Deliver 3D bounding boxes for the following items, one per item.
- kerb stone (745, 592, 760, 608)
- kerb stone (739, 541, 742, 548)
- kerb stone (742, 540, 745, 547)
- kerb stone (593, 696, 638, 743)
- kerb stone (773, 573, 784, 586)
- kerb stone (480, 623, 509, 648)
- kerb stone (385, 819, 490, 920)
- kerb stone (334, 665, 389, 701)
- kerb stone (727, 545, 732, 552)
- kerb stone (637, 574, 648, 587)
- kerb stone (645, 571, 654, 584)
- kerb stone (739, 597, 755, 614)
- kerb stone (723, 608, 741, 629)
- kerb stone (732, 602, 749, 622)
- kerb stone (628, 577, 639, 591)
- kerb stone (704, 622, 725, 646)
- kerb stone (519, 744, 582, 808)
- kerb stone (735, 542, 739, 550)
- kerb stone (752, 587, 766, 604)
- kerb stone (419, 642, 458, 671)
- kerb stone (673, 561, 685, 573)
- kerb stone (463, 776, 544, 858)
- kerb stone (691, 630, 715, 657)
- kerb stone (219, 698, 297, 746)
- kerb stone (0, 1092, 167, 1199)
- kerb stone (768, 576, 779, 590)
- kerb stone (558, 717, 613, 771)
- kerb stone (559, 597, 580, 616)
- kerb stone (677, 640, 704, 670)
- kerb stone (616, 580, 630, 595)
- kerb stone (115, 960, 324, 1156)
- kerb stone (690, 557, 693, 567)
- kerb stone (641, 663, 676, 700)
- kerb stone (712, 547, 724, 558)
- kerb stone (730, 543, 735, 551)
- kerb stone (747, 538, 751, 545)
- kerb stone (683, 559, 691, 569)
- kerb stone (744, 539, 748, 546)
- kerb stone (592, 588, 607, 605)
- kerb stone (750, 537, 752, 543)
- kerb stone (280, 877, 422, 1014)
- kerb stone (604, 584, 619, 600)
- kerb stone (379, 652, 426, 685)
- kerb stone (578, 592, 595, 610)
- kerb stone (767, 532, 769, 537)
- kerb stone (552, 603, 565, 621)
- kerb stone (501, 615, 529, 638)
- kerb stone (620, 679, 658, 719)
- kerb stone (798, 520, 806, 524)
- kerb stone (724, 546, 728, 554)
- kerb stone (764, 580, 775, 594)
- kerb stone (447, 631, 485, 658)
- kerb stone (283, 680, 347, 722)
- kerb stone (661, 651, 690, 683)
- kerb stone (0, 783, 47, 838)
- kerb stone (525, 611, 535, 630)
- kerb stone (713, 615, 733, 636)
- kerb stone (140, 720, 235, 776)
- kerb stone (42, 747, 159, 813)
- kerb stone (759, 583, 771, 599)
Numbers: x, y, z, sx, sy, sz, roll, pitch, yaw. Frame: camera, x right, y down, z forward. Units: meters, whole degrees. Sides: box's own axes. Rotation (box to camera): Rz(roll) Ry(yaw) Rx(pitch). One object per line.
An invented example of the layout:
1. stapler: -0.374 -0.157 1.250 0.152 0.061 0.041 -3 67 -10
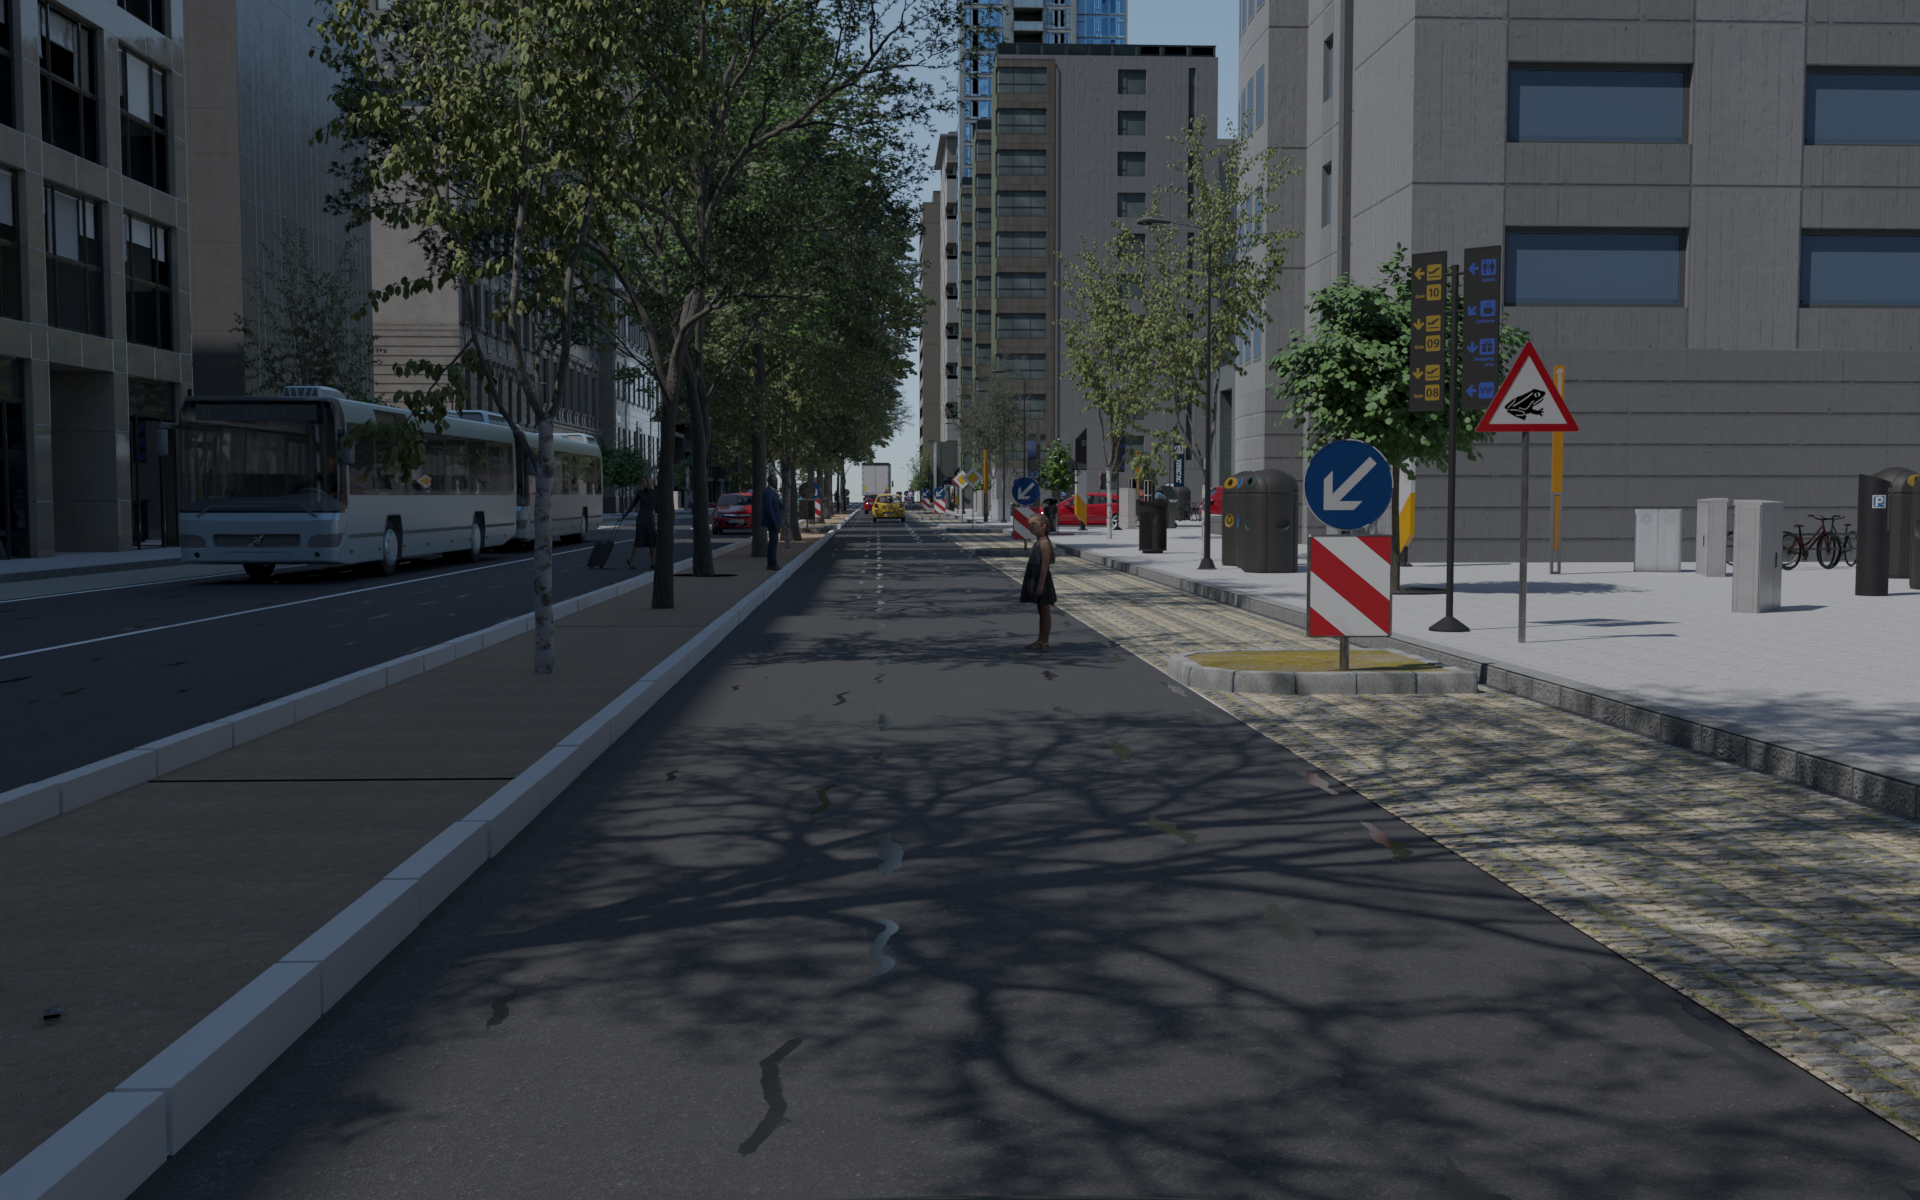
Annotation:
1. kerb stone: -2.623 0.034 21.644 0.120 0.150 1.000 0 4 -3
2. kerb stone: -5.847 -1.399 45.120 0.120 0.150 1.000 0 4 -3
3. kerb stone: -5.896 -1.465 46.141 0.120 0.150 1.000 0 4 -3
4. kerb stone: -2.077 0.725 10.388 0.120 0.150 1.000 0 4 -3
5. kerb stone: -2.855 -0.280 26.773 0.120 0.150 1.000 0 4 -3
6. kerb stone: -4.466 0.356 16.413 0.120 0.150 1.000 0 4 -3
7. kerb stone: -1.890 0.973 6.289 0.120 0.150 1.000 0 4 -3
8. kerb stone: -4.282 0.604 12.314 0.120 0.150 1.000 0 4 -3
9. kerb stone: -5.701 -1.202 42.037 0.120 0.150 1.000 0 4 -3
10. kerb stone: -4.963 -0.270 26.657 0.120 0.150 1.000 0 4 -3
11. kerb stone: -5.017 -0.336 27.685 0.120 0.150 1.000 0 4 -3
12. kerb stone: -2.572 0.096 20.621 0.120 0.150 1.000 0 4 -3
13. kerb stone: -2.476 0.225 18.572 0.120 0.150 1.000 0 4 -3
14. kerb stone: -2.516 0.159 19.600 0.120 0.150 1.000 0 4 -3
15. kerb stone: -4.916 -0.205 25.628 0.120 0.150 1.000 0 4 -3
16. kerb stone: -2.374 0.347 16.517 0.120 0.150 1.000 0 4 -3
17. kerb stone: -1.978 0.853 8.343 0.120 0.150 1.000 0 4 -3
18. kerb stone: -5.800 -1.336 44.086 0.120 0.150 1.000 0 4 -3
19. kerb stone: -2.668 -0.029 22.667 0.120 0.150 1.000 0 4 -3
20. kerb stone: -4.370 0.483 14.361 0.120 0.150 1.000 0 4 -3
21. kerb stone: -5.216 -0.585 31.781 0.120 0.150 1.000 0 4 -3
22. kerb stone: -1.926 0.910 7.311 0.120 0.150 1.000 0 4 -3
23. kerb stone: -2.324 0.410 15.493 0.120 0.150 1.000 0 4 -3
24. kerb stone: -4.172 0.730 10.259 0.120 0.150 1.000 0 4 -3
25. kerb stone: -1.742 1.161 3.220 0.120 0.150 1.000 0 4 -3
26. kerb stone: -2.814 -0.217 25.748 0.120 0.150 1.000 0 4 -3
27. kerb stone: -2.031 0.786 9.367 0.120 0.150 1.000 0 4 -3
28. kerb stone: -4.680 0.103 20.515 0.120 0.150 1.000 0 4 -3
29. kerb stone: -2.275 0.472 14.472 0.120 0.150 1.000 0 4 -3
30. kerb stone: -4.855 -0.148 24.607 0.120 0.150 1.000 0 4 -3
31. kerb stone: -1.788 1.098 4.242 0.120 0.150 1.000 0 4 -3
32. kerb stone: -5.306 -0.711 33.823 0.120 0.150 1.000 0 4 -3
33. kerb stone: -2.179 0.597 12.430 0.120 0.150 1.000 0 4 -3
34. kerb stone: -5.601 -1.084 39.980 0.120 0.150 1.000 0 4 -3
35. kerb stone: -5.750 -1.276 43.065 0.120 0.150 1.000 0 4 -3
36. kerb stone: -5.989 -1.585 48.184 0.120 0.150 1.000 0 4 -3
37. kerb stone: -5.258 -0.649 32.802 0.120 0.150 1.000 0 4 -3
38. kerb stone: -5.943 -1.527 47.162 0.120 0.150 1.000 0 4 -3
39. kerb stone: -4.766 -0.022 22.558 0.120 0.150 1.000 0 4 -3
40. kerb stone: -6.044 -1.652 49.204 0.120 0.150 1.000 0 4 -3
41. kerb stone: -1.836 1.036 5.263 0.120 0.150 1.000 0 4 -3
42. kerb stone: -4.815 -0.085 23.586 0.120 0.150 1.000 0 4 -3
43. kerb stone: -4.325 0.542 13.336 0.120 0.150 1.000 0 4 -3
44. kerb stone: -4.716 0.040 21.537 0.120 0.150 1.000 0 4 -3
45. kerb stone: -6.578 -2.341 60.478 0.120 0.150 1.000 0 4 -3
46. kerb stone: -4.622 0.166 19.487 0.120 0.150 1.000 0 4 -3
47. kerb stone: -4.525 0.291 17.437 0.120 0.150 1.000 0 4 -3
48. kerb stone: -2.128 0.665 11.409 0.120 0.150 1.000 0 4 -3
49. kerb stone: -7.783 -3.878 85.604 0.120 0.150 1.000 0 4 -3
50. kerb stone: -5.654 -1.150 41.006 0.120 0.150 1.000 0 4 -3
51. kerb stone: -2.761 -0.154 24.719 0.120 0.150 1.000 0 4 -3
52. kerb stone: -4.421 0.416 15.392 0.120 0.150 1.000 0 4 -3
53. kerb stone: -4.225 0.667 11.285 0.120 0.150 1.000 0 4 -3
54. kerb stone: -2.228 0.535 13.451 0.120 0.150 1.000 0 4 -3
55. kerb stone: -4.035 0.918 7.187 0.120 0.150 1.000 0 4 -3
56. kerb stone: -4.570 0.228 18.466 0.120 0.150 1.000 0 4 -3
57. kerb stone: -2.426 0.285 17.541 0.120 0.150 1.000 0 4 -3
58. kerb stone: -4.128 0.793 9.229 0.120 0.150 1.000 0 4 -3
59. kerb stone: -4.078 0.859 8.208 0.120 0.150 1.000 0 4 -3
60. kerb stone: -2.710 -0.091 23.691 0.120 0.150 1.000 0 4 -3
